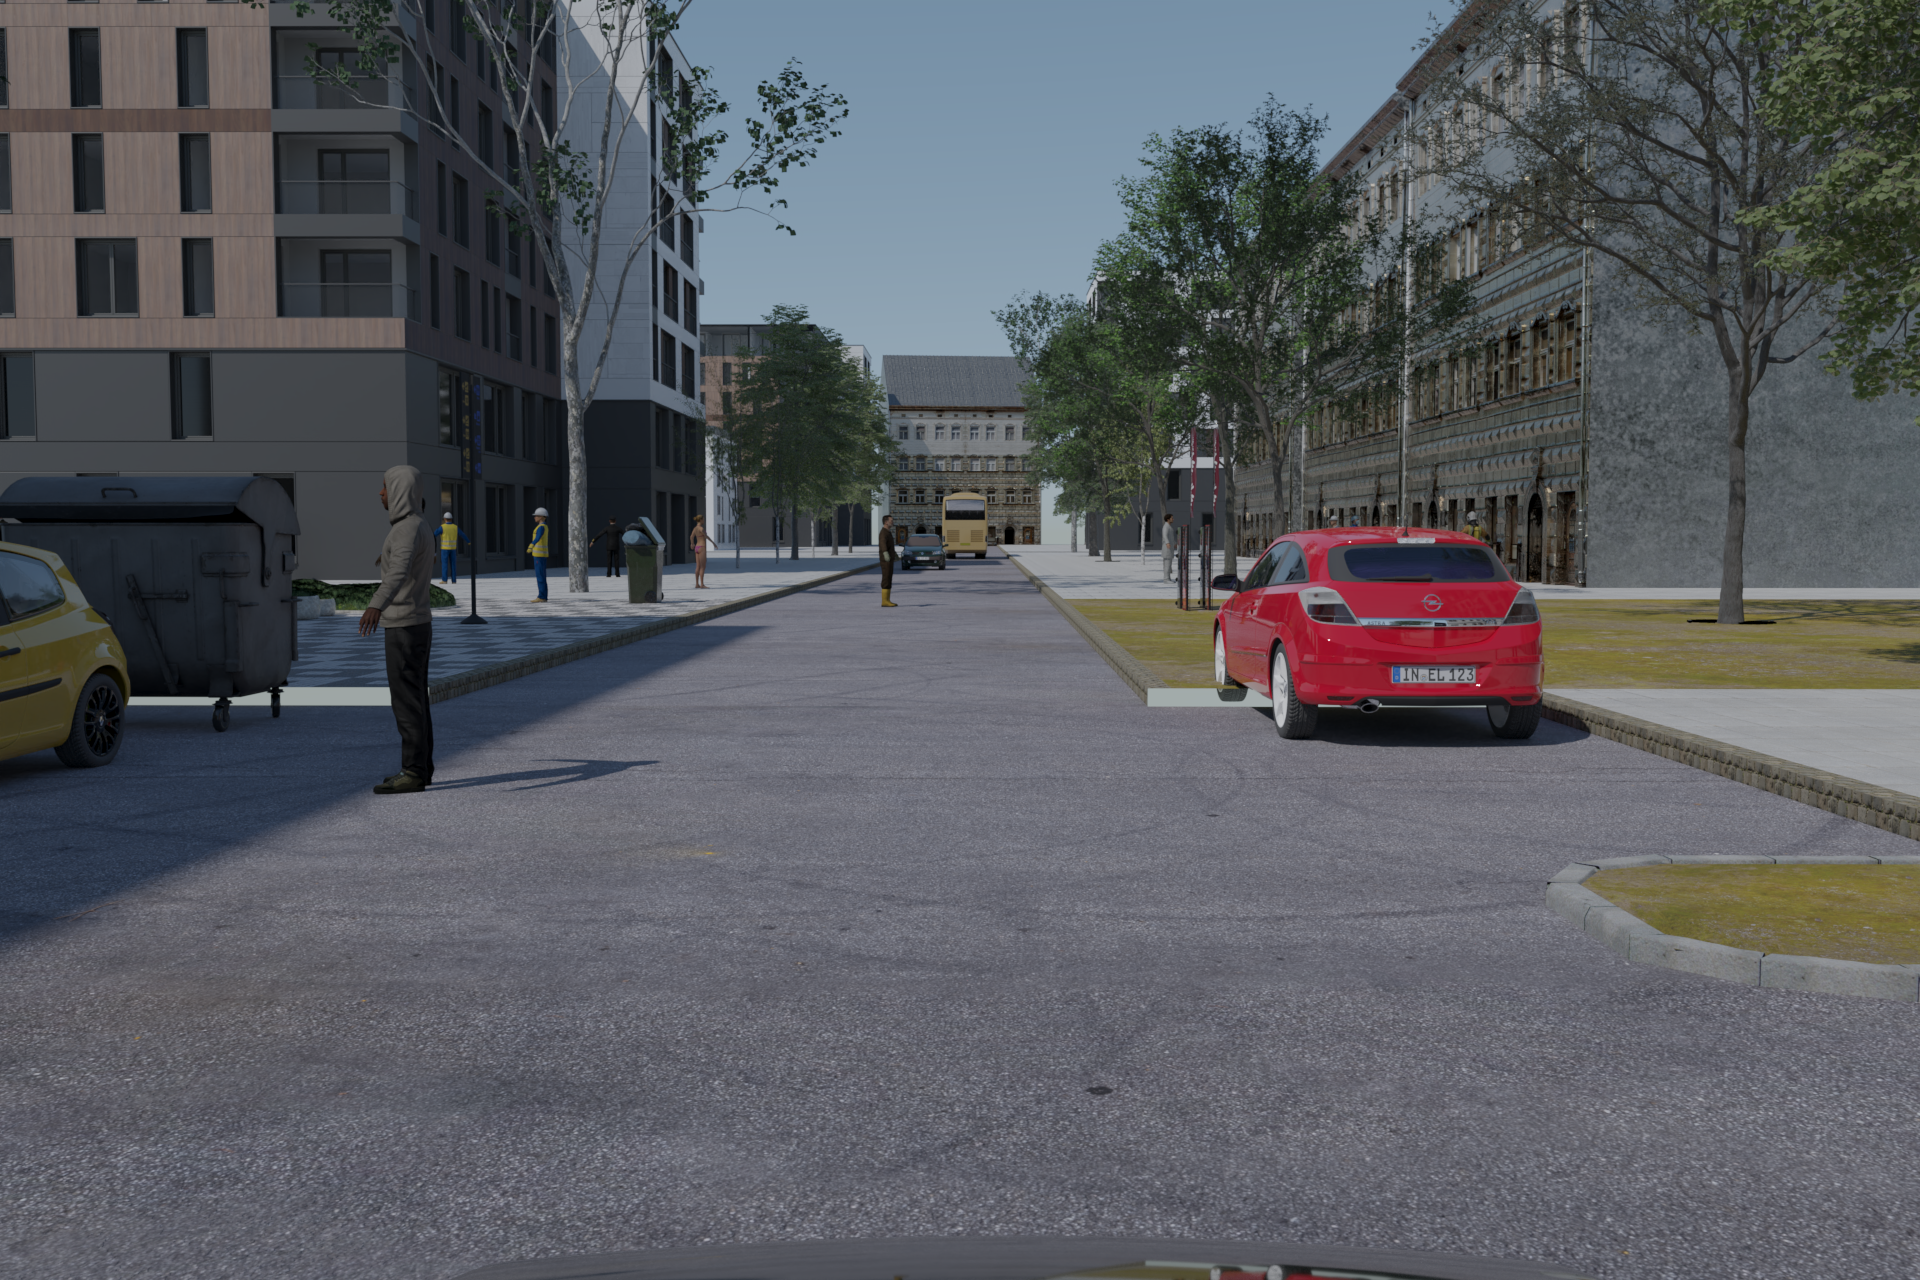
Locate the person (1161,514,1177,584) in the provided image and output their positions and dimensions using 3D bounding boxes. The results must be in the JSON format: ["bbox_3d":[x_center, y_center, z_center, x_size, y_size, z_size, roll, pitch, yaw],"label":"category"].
[{"bbox_3d":[5.429,-2.366,44.874,0.705,1.806,1.347,1,4,15],"label":"person"}]

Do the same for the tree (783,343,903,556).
[{"bbox_3d":[-7.074,-11.303,102.931,7.486,12.596,7.792,0,3,0],"label":"tree"}]

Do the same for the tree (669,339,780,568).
[{"bbox_3d":[-8.100,-6.989,64.628,4.360,8.622,3.978,0,3,0],"label":"tree"}]

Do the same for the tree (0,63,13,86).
[{"bbox_3d":[-11.328,-4.833,13.436,7.601,10.594,8.767,-1,4,-14],"label":"tree"}]

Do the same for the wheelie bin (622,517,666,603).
[{"bbox_3d":[-5.881,-1.486,32.207,0.693,1.594,0.980,0,4,3],"label":"wheelie bin"}]

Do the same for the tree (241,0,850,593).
[{"bbox_3d":[-8.202,-11.018,36.035,12.611,20.169,13.585,0,3,0],"label":"tree"}]

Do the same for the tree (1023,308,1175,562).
[{"bbox_3d":[6.736,-9.435,80.023,9.928,11.665,9.643,0,3,0],"label":"tree"}]

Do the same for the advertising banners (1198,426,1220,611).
[{"bbox_3d":[4.201,-2.023,29.261,0.090,3.025,2.074,0,4,1],"label":"advertising banners"}]

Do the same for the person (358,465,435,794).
[{"bbox_3d":[-3.121,-0.068,9.691,0.705,1.813,1.348,-1,4,-9],"label":"person"}]

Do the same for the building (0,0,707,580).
[{"bbox_3d":[-25.745,-13.440,63.715,27.936,21.610,32.646,0,4,0],"label":"building"}]

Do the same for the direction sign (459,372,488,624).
[{"bbox_3d":[-6.955,-1.999,24.684,0.379,3.537,0.876,0,4,1],"label":"direction sign"}]

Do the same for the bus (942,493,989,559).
[{"bbox_3d":[0.323,-6.774,102.309,2.896,3.916,12.252,0,4,0],"label":"bus"}]

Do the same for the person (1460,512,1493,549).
[{"bbox_3d":[13.135,-2.369,44.507,1.354,1.858,0.705,-1,4,-14],"label":"person"}]

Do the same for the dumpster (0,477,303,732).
[{"bbox_3d":[-6.051,-0.292,12.984,1.865,1.857,1.264,0,4,1],"label":"dumpster"}]

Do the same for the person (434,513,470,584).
[{"bbox_3d":[-13.165,-2.360,44.549,1.349,1.833,0.705,-3,4,-36],"label":"person"}]

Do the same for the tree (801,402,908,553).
[{"bbox_3d":[-7.451,-11.110,116.066,8.767,10.594,7.601,0,4,8],"label":"tree"}]

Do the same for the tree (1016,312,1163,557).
[{"bbox_3d":[7.685,-11.753,98.825,9.857,13.997,8.962,0,3,0],"label":"tree"}]

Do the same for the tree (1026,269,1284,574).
[{"bbox_3d":[6.634,-7.452,56.256,8.767,10.594,7.601,-2,4,-24],"label":"tree"}]

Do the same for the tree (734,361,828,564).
[{"bbox_3d":[-8.127,-7.607,74.730,4.360,8.622,3.978,0,3,0],"label":"tree"}]

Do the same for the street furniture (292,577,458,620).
[{"bbox_3d":[-11.776,-0.755,27.970,5.734,0.657,10.072,0,4,5],"label":"street furniture"}]

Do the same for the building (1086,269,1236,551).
[{"bbox_3d":[24.726,-18.724,150.115,27.936,21.610,32.646,0,4,1],"label":"building"}]

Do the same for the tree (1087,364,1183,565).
[{"bbox_3d":[7.488,-7.406,71.456,4.737,8.622,4.395,0,3,0],"label":"tree"}]

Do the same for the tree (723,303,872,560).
[{"bbox_3d":[-8.115,-10.261,85.901,7.486,12.596,7.792,0,3,0],"label":"tree"}]

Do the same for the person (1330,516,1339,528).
[{"bbox_3d":[11.567,-2.925,53.673,0.705,1.847,1.347,-1,4,-18],"label":"person"}]

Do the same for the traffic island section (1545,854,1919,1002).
[{"bbox_3d":[3.249,1.014,6.291,1.991,0.108,1.994,0,4,1],"label":"traffic island section"}]

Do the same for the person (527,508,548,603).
[{"bbox_3d":[-7.956,-1.595,32.539,0.721,1.772,1.216,0,4,-3],"label":"person"}]

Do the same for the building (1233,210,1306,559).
[{"bbox_3d":[24.711,-15.770,88.774,19.493,23.208,18.063,0,4,1],"label":"building"}]

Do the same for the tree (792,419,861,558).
[{"bbox_3d":[-8.218,-8.819,94.545,4.360,8.622,3.978,0,3,0],"label":"tree"}]

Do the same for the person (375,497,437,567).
[{"bbox_3d":[-6.392,-0.817,20.075,0.721,1.740,1.216,1,4,13],"label":"person"}]

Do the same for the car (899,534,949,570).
[{"bbox_3d":[-1.449,-3.671,69.802,2.009,1.686,4.222,0,4,1],"label":"car"}]

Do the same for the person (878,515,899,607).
[{"bbox_3d":[-1.401,-1.559,34.092,0.704,1.812,1.346,0,4,6],"label":"person"}]

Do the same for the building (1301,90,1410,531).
[{"bbox_3d":[24.679,-14.546,68.763,19.493,23.208,18.063,0,4,0],"label":"building"}]

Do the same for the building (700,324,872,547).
[{"bbox_3d":[-24.363,-20.855,184.959,27.936,21.610,32.646,0,4,1],"label":"building"}]

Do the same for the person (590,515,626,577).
[{"bbox_3d":[-10.272,-2.773,51.278,1.347,1.837,0.705,-1,4,-12],"label":"person"}]

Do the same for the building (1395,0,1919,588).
[{"bbox_3d":[24.195,-13.353,49.250,19.493,23.208,18.063,0,4,1],"label":"building"}]

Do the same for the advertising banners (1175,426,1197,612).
[{"bbox_3d":[3.793,-2.010,29.056,0.090,3.025,2.074,0,3,0],"label":"advertising banners"}]

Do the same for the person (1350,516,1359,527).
[{"bbox_3d":[11.465,-2.693,50.156,1.347,1.817,0.704,-2,4,-33],"label":"person"}]

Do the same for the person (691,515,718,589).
[{"bbox_3d":[-6.056,-2.086,40.910,0.721,1.733,1.217,-3,4,-37],"label":"person"}]

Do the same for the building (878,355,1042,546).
[{"bbox_3d":[-0.413,-23.159,212.034,18.063,23.208,19.493,0,4,-7],"label":"building"}]

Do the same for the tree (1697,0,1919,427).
[{"bbox_3d":[9.647,-5.797,12.916,7.486,12.596,7.792,0,3,0],"label":"tree"}]

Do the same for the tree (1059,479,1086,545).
[{"bbox_3d":[15.320,-17.542,204.939,7.486,12.596,7.792,0,3,0],"label":"tree"}]

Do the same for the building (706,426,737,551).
[{"bbox_3d":[-23.460,-12.592,148.027,9.099,9.664,28.070,0,4,0],"label":"building"}]

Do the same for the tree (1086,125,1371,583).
[{"bbox_3d":[6.896,-7.274,44.690,9.928,11.665,9.643,0,3,0],"label":"tree"}]

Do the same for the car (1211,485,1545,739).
[{"bbox_3d":[3.119,-0.279,13.599,2.155,1.783,4.494,0,4,0],"label":"car"}]

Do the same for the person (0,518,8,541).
[{"bbox_3d":[-18.292,-1.636,32.943,1.347,1.806,0.705,2,4,33],"label":"person"}]

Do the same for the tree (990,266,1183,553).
[{"bbox_3d":[8.784,-16.030,117.976,12.611,20.169,13.585,0,3,0],"label":"tree"}]

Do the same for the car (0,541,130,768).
[{"bbox_3d":[-6.137,0.057,9.290,2.015,1.641,3.980,0,4,1],"label":"car"}]

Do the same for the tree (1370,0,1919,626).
[{"bbox_3d":[11.072,-6.968,24.291,12.009,13.543,11.850,0,3,0],"label":"tree"}]

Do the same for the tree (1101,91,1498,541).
[{"bbox_3d":[6.771,-6.204,35.846,8.767,10.594,7.601,1,4,17],"label":"tree"}]
